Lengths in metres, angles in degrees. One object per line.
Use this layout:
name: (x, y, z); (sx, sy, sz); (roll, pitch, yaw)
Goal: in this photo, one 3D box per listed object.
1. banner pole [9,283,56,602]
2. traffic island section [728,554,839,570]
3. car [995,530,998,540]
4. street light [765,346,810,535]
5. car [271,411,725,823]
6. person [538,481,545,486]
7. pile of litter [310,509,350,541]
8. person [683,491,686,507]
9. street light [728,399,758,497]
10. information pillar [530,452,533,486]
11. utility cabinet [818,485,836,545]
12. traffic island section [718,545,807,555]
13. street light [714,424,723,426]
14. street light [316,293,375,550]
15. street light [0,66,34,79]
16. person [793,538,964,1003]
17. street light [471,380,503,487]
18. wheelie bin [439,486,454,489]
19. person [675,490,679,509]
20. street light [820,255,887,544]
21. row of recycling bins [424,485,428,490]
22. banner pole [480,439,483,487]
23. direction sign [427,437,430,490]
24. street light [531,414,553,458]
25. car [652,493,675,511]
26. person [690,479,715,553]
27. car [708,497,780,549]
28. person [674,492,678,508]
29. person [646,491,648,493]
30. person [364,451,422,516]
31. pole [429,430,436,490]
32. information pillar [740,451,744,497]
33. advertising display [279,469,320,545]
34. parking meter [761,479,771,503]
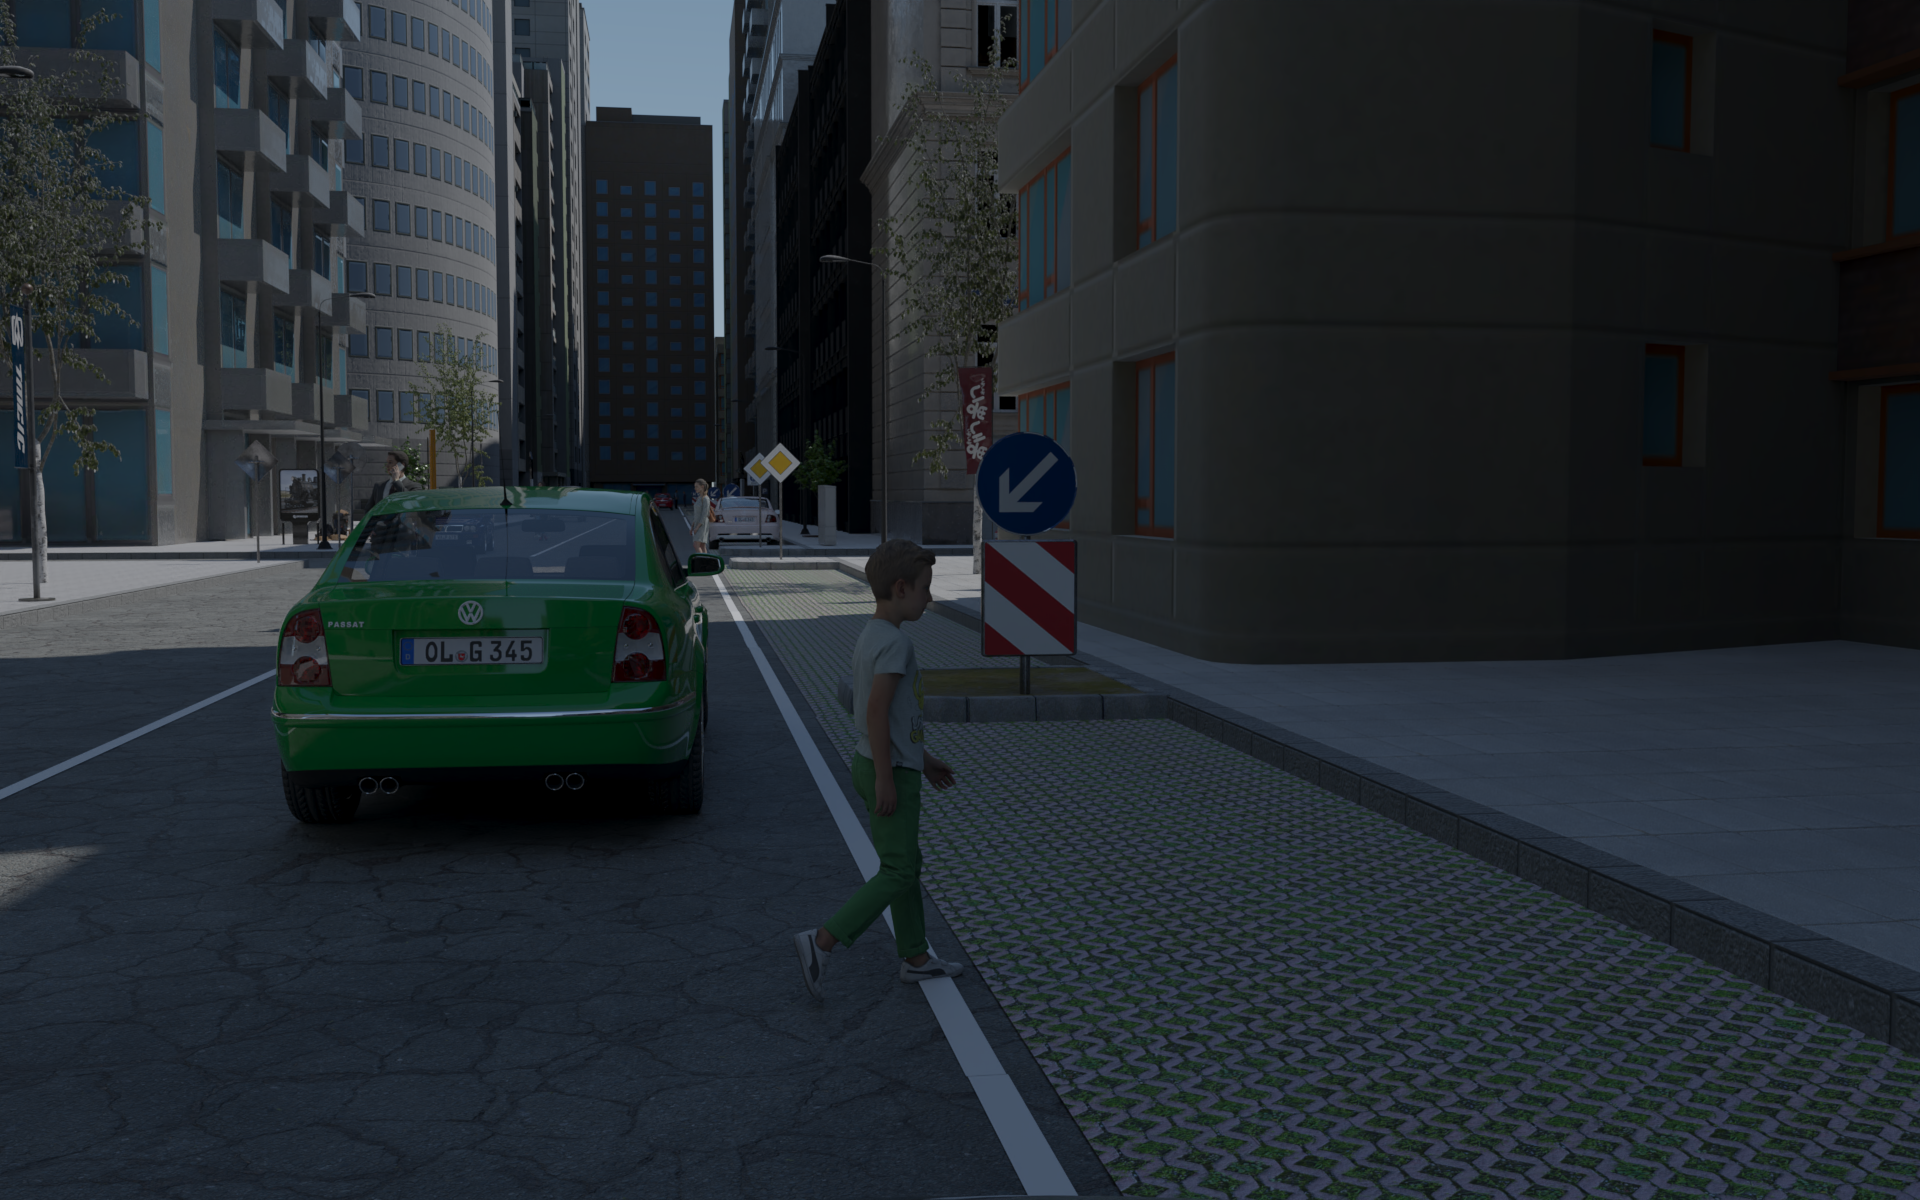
banner pole: (-11.048, -1.863, 20.476); (0.401, 3.779, 0.863); (-1, 4, -11)
traffic island section: (-3.477, -0.708, 33.851); (2.009, 0.180, 2.903); (-1, 4, -9)
car: (3.017, -1.894, 39.999); (4.494, 1.783, 2.155); (-1, 4, -9)
street light: (-5.453, -5.026, 54.722); (1.470, 5.913, 1.316); (-1, 4, -9)
car: (-2.211, -0.013, 9.003); (1.959, 1.807, 4.718); (0, 4, -8)
person: (-12.903, -2.743, 53.353); (0.555, 1.821, 0.388); (0, 4, -4)
pile of litter: (-17.107, -2.084, 48.032); (1.719, 0.858, 1.176); (-1, 4, -11)
person: (-28.016, -10.201, 176.210); (0.530, 1.710, 0.541); (1, 4, 18)
street light: (-10.543, -6.893, 85.247); (1.470, 5.913, 1.316); (-1, 4, -9)
information pillar: (-23.690, -6.387, 95.775); (0.183, 3.616, 0.504); (-2, 4, -24)
utility cabinet: (-3.314, -2.120, 43.336); (0.318, 1.500, 1.173); (-1, 4, -12)
traffic island section: (-4.787, -1.189, 41.728); (2.009, 0.180, 2.903); (-1, 4, -9)
street light: (-15.678, -8.736, 115.367); (1.470, 5.913, 1.316); (-1, 4, -9)
street light: (-14.191, -4.129, 40.050); (1.470, 5.913, 1.316); (-1, 4, -9)
street light: (-10.757, -2.834, 18.880); (1.470, 5.913, 1.316); (-1, 4, -9)
person: (-0.233, 0.476, 4.973); (0.590, 1.304, 0.306); (-2, 4, -34)
street light: (-19.239, -5.984, 70.376); (1.470, 5.913, 1.316); (-1, 4, -9)
wheelie bin: (-21.264, -3.898, 71.641); (0.980, 1.594, 0.693); (-3, 4, -39)
person: (-27.074, -9.610, 165.605); (0.705, 1.826, 1.348); (0, 4, -1)
street light: (-2.033, -3.757, 33.964); (1.470, 5.913, 1.316); (-1, 4, -9)
row of recycling bins: (-24.620, -4.302, 77.458); (1.069, 1.692, 3.534); (-3, 5, -44)
banner pole: (-21.816, -5.444, 79.020); (0.401, 3.779, 0.863); (-1, 4, -19)
direction sign: (-21.288, -4.732, 69.372); (0.379, 3.537, 0.876); (-1, 4, -16)
street light: (-24.404, -7.861, 101.072); (1.470, 5.913, 1.316); (-1, 4, -9)
car: (-26.114, -8.759, 152.255); (2.155, 1.783, 4.494); (-1, 4, -8)
person: (-4.631, -1.317, 31.029); (0.522, 1.701, 0.512); (-2, 4, -30)
car: (-5.764, -2.065, 46.123); (2.083, 1.381, 4.827); (0, 4, -8)
person: (-29.042, -10.258, 177.136); (0.541, 1.710, 0.530); (-2, 4, -27)
person: (-26.096, -8.245, 144.244); (0.436, 1.711, 0.756); (0, 4, 7)
person: (-6.175, -0.668, 18.786); (0.648, 1.900, 0.474); (0, 4, -8)
pole: (-16.698, -3.734, 54.896); (0.158, 3.312, 0.155); (0, 3, 0)
information pillar: (-11.933, -6.332, 94.875); (0.183, 3.616, 0.504); (1, 4, 10)
advertising display: (-16.797, -2.377, 44.071); (0.974, 1.923, 0.123); (0, 4, -7)
parking meter: (-7.687, -3.829, 68.309); (0.399, 1.863, 0.255); (0, 4, 7)
